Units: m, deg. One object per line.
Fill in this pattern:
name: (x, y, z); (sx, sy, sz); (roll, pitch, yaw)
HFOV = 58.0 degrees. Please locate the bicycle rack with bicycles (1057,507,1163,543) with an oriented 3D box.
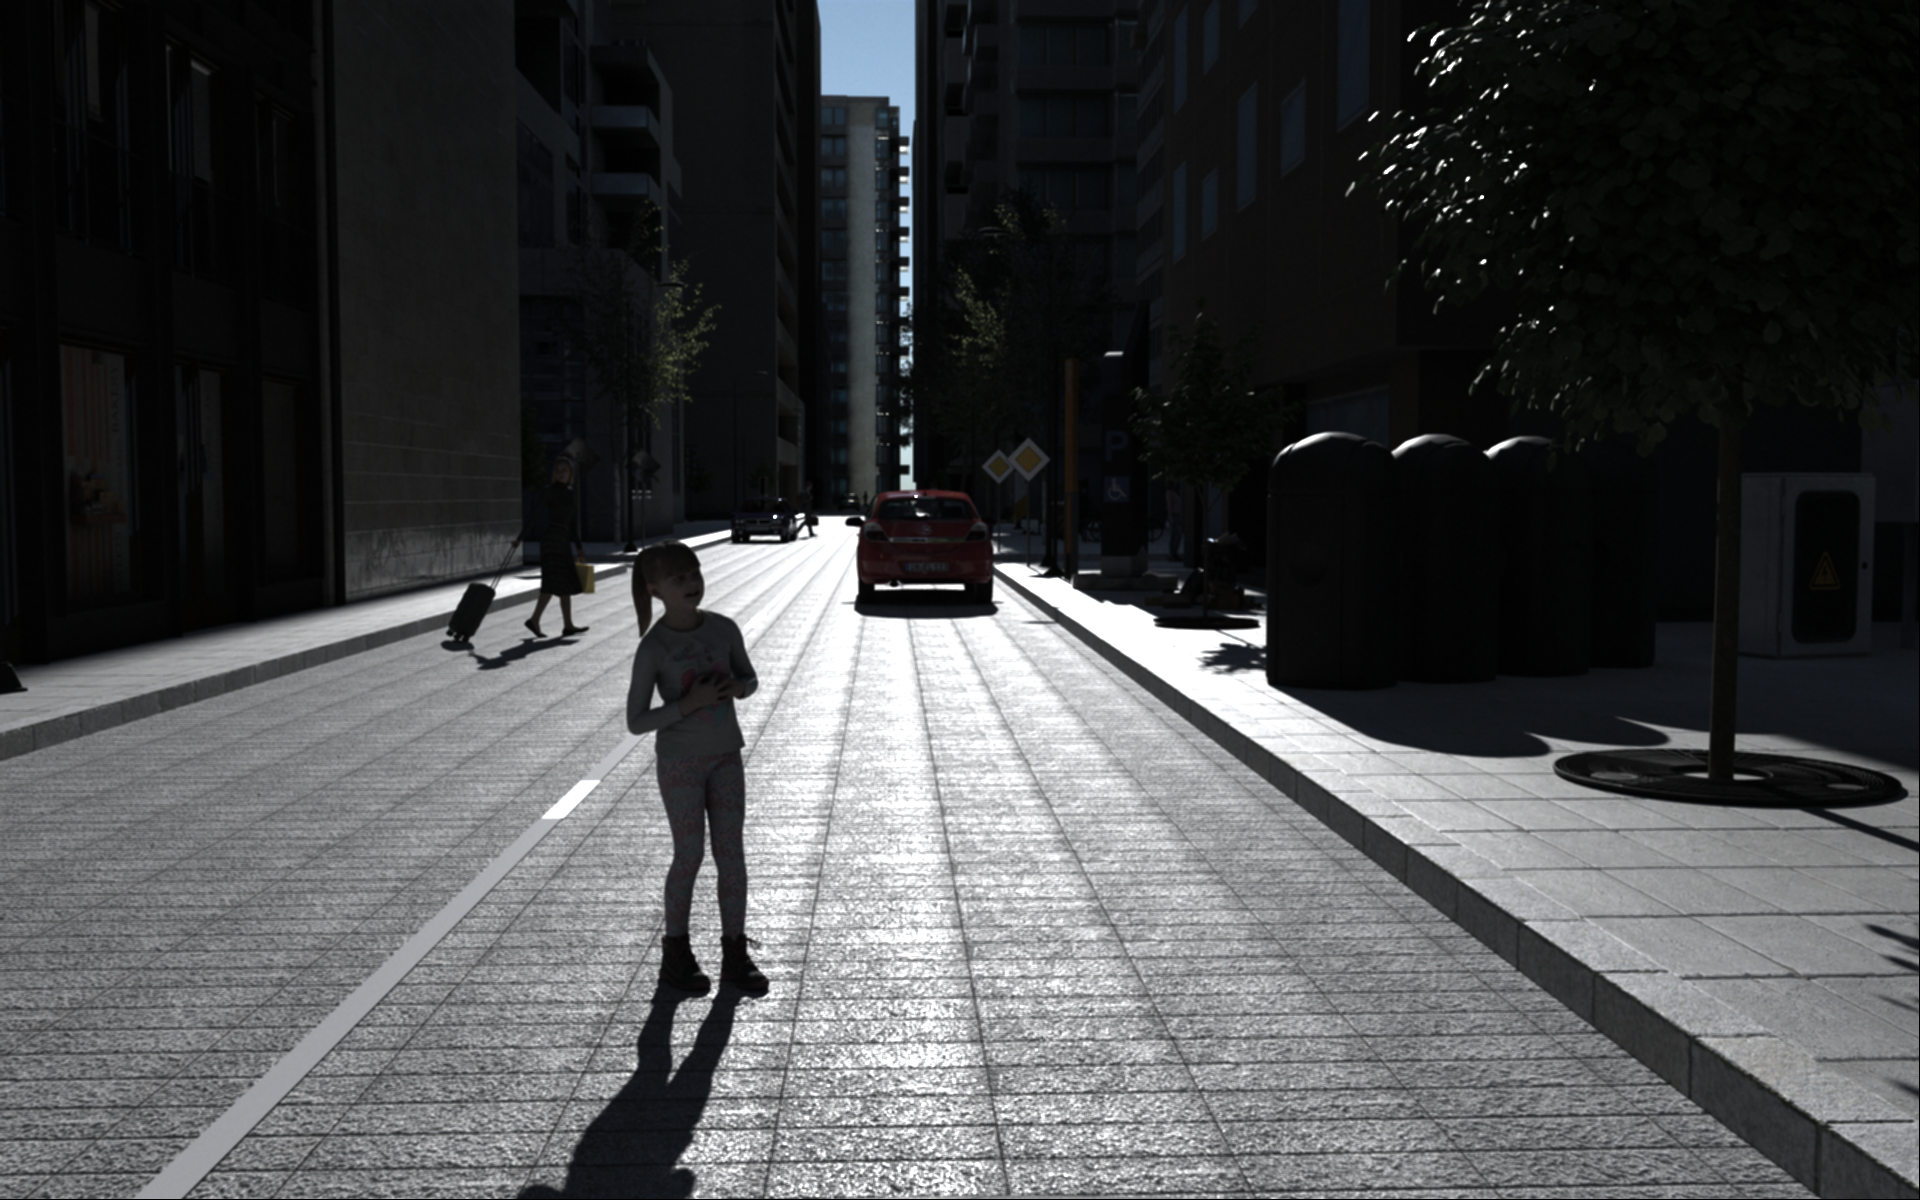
bicycle rack with bicycles: (4.032, -2.013, 46.289); (2.925, 0.926, 2.852); (0, 4, 3)

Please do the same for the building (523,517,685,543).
building: (-20.690, -45.600, 58.226); (22.319, 86.520, 31.000); (0, 4, -2)

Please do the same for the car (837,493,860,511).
car: (-9.471, -8.496, 147.707); (1.959, 1.807, 4.718); (0, 4, -1)

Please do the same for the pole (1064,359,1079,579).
pole: (1.687, -1.979, 26.201); (0.158, 3.312, 0.155); (0, 3, 0)

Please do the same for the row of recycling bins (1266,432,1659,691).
row of recycling bins: (3.697, -0.319, 12.336); (3.534, 1.692, 1.069); (-2, 4, -32)

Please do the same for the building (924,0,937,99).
building: (3.877, -30.813, 153.908); (14.600, 45.320, 14.200); (0, 4, -2)

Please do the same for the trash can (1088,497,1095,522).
trash can: (5.669, -4.037, 77.659); (0.748, 1.137, 0.748); (0, 3, 0)

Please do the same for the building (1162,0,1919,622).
building: (10.776, -22.793, 22.774); (14.600, 45.320, 14.200); (0, 4, -2)

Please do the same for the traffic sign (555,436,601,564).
traffic sign: (-6.637, -1.622, 30.157); (0.795, 2.450, 0.064); (0, 4, -2)

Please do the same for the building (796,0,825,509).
building: (-19.171, -30.591, 150.280); (14.600, 45.320, 14.200); (0, 4, -2)

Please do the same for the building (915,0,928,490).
building: (6.000, -38.717, 175.015); (21.231, 58.520, 28.212); (0, 4, -2)

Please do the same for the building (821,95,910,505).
building: (-21.351, -35.947, 207.342); (30.456, 49.044, 23.786); (0, 4, -2)

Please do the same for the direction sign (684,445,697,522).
direction sign: (-12.396, -5.363, 79.676); (0.379, 3.537, 0.876); (2, 4, 30)

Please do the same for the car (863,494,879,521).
car: (-2.529, -3.165, 63.539); (2.131, 1.459, 4.920); (0, 4, -1)

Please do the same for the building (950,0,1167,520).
building: (11.607, -29.271, 98.194); (23.786, 49.044, 30.456); (0, 4, -2)

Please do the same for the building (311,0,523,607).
building: (-15.753, -10.342, 23.849); (16.860, 20.320, 10.420); (0, 4, -2)

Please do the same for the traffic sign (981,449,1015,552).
traffic sign: (0.861, -2.129, 38.446); (0.795, 2.450, 0.064); (0, 4, -2)

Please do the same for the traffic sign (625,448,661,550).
traffic sign: (-6.977, -2.110, 38.135); (0.795, 2.450, 0.064); (0, 4, -2)

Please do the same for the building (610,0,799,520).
building: (-20.063, -28.745, 93.678); (21.300, 48.544, 21.600); (0, 4, -2)

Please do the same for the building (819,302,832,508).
building: (-27.904, -20.198, 175.273); (28.899, 21.520, 27.650); (0, 4, -2)

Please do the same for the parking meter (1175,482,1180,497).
parking meter: (9.082, -4.104, 72.812); (0.255, 1.863, 0.399); (0, 4, -8)

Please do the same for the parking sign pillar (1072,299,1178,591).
parking sign pillar: (2.246, -2.142, 23.496); (1.447, 3.967, 1.447); (1, 4, 16)

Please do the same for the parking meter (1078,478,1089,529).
parking meter: (4.439, -3.494, 62.842); (0.399, 1.863, 0.255); (-2, 4, -25)

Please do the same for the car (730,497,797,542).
car: (-5.927, -2.444, 52.540); (1.945, 1.354, 3.894); (0, 4, -1)

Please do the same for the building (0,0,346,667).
building: (-12.904, -11.100, 11.157); (12.332, 23.373, 15.834); (0, 4, -2)

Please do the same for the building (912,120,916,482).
building: (1.623, -33.844, 203.456); (14.200, 45.320, 14.600); (0, 4, -2)

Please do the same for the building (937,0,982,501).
building: (12.020, -33.252, 132.910); (28.713, 52.752, 27.495); (0, 4, -2)

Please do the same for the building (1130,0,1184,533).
building: (18.508, -22.157, 54.150); (23.993, 40.220, 32.217); (0, 4, -2)

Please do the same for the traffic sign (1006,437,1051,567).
traffic sign: (1.201, -1.641, 30.469); (0.795, 2.450, 0.064); (0, 4, -2)

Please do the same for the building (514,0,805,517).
building: (-22.465, -49.763, 126.304); (22.319, 86.520, 31.000); (0, 4, -2)

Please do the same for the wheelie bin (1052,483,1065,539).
wheelie bin: (2.874, -2.545, 49.523); (0.980, 1.594, 0.693); (2, 4, 24)

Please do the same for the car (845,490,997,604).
car: (-0.530, -0.925, 24.171); (2.155, 1.783, 4.494); (0, 4, -3)
